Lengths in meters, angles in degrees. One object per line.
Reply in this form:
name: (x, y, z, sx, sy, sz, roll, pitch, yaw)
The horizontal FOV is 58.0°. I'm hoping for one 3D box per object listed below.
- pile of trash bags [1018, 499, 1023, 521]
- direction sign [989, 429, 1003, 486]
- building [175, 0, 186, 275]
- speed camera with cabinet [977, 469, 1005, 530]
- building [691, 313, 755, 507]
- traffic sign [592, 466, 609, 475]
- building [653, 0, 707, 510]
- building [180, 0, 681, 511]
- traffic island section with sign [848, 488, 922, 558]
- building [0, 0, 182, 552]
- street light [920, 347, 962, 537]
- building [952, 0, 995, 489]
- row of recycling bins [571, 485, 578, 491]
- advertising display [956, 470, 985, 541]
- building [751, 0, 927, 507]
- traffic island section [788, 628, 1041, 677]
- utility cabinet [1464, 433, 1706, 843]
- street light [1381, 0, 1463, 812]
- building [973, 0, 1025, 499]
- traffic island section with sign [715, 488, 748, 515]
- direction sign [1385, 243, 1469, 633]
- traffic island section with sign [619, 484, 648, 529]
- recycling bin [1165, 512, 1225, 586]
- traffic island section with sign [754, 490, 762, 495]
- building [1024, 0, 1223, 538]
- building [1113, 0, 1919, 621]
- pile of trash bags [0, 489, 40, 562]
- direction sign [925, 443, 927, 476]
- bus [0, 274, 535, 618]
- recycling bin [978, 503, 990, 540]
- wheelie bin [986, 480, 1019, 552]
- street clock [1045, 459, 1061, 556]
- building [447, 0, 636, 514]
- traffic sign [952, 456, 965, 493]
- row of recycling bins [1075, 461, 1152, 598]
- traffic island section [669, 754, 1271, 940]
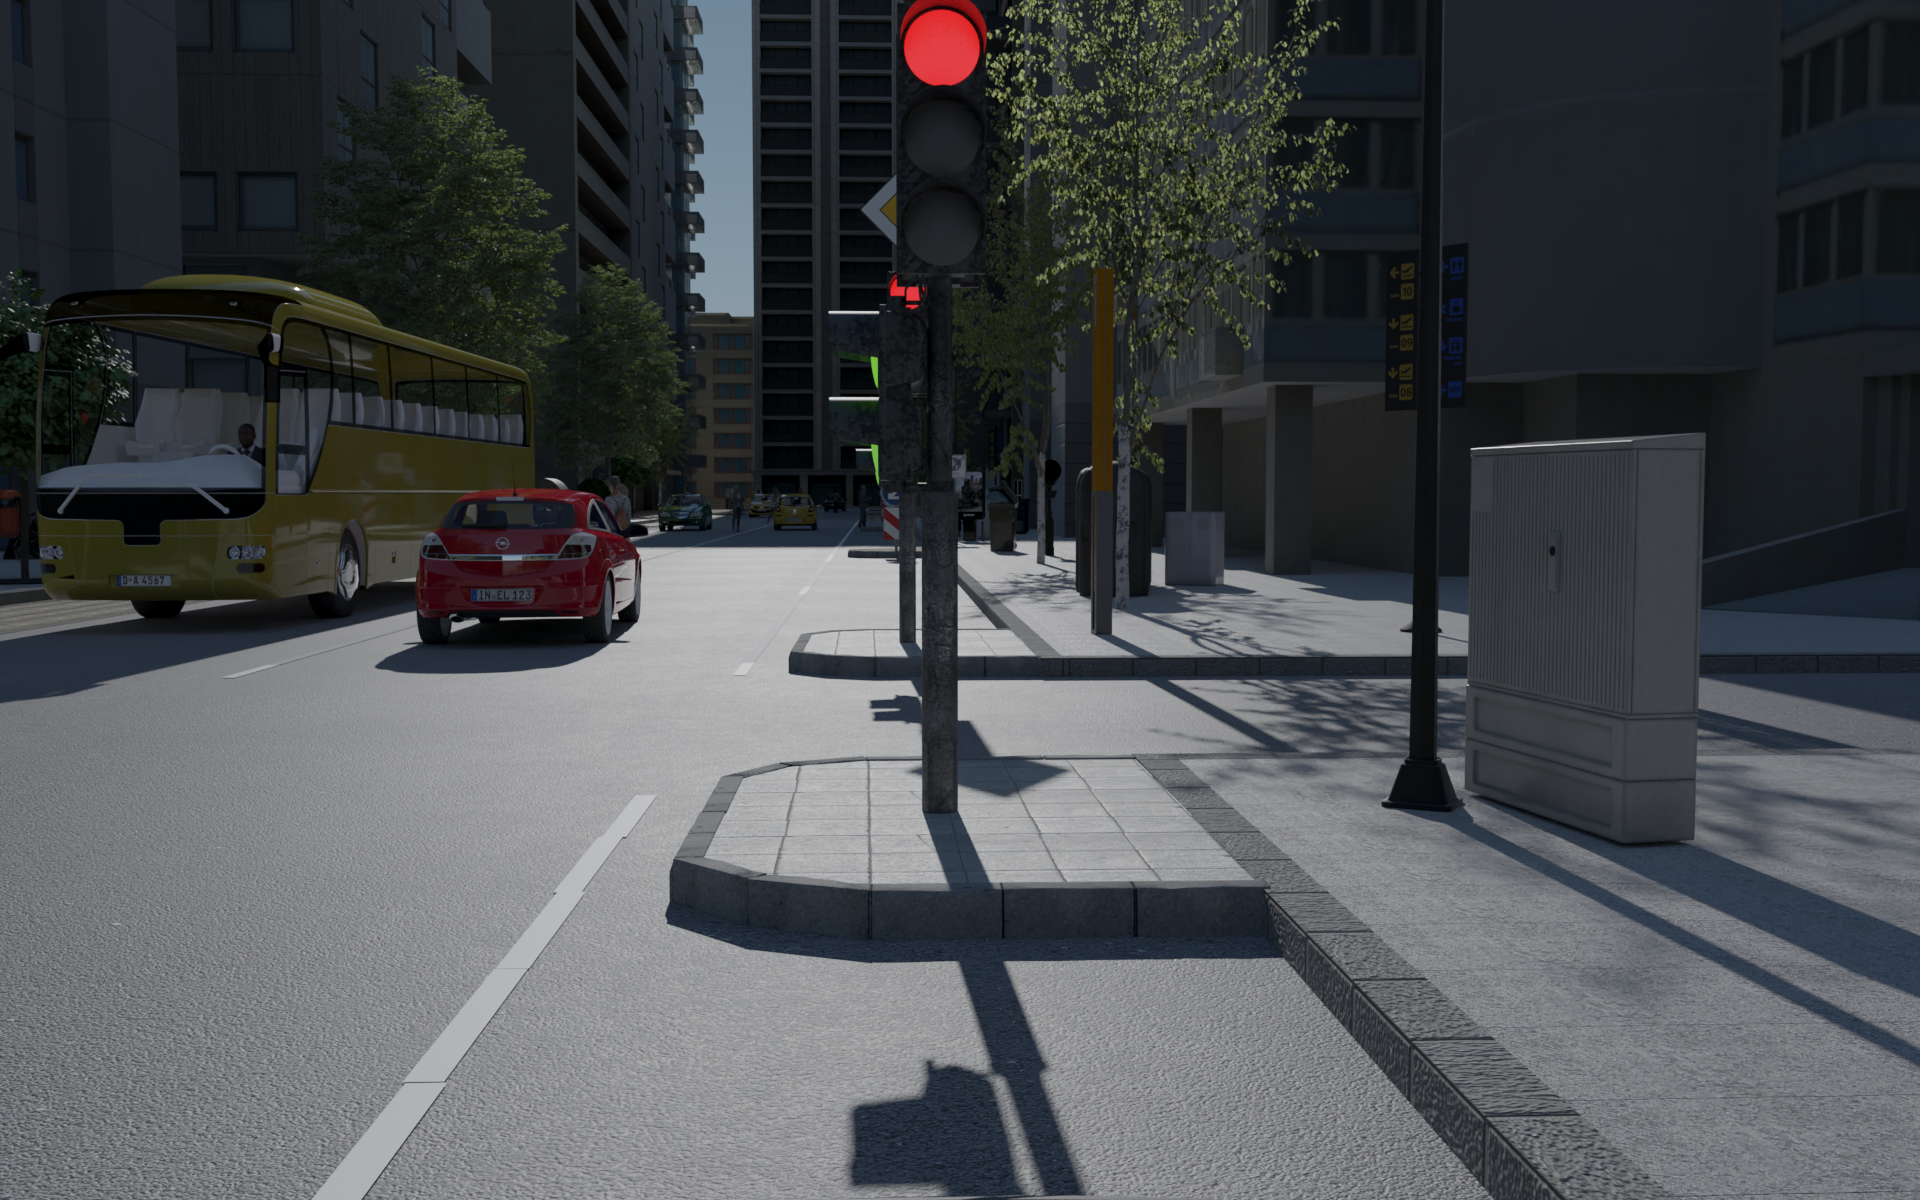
pile of trash bags: (3.228, -4.469, 82.826, 1.912, 1.369, 3.447, -2, 4, -28)
direction sign: (1.244, -4.189, 60.487, 0.379, 3.537, 0.876, -2, 4, -30)
building: (-33.486, -29.066, 64.465, 28.713, 52.752, 27.495, 0, 4, -3)
speed camera with cabinet: (1.071, -4.166, 62.447, 0.660, 3.252, 2.038, 1, 4, 18)
building: (-36.122, -21.037, 188.995, 28.899, 21.520, 27.650, 0, 4, -3)
traffic sign: (-16.209, -4.766, 78.022, 0.768, 2.556, 0.104, 0, 4, 7)
building: (-37.717, -32.363, 148.741, 30.456, 49.044, 23.786, 0, 4, -3)
building: (-35.061, -32.665, 123.306, 28.713, 52.752, 27.495, 0, 4, -3)
traffic island section with sign: (-1.566, -1.892, 39.566, 1.989, 1.847, 2.006, 0, 4, -3)
building: (-29.782, -29.764, 28.636, 21.231, 58.520, 28.212, 0, 4, -3)
street light: (-0.669, -4.835, 51.593, 1.470, 5.913, 1.316, 0, 4, -3)
building: (8.941, -32.332, 152.337, 21.300, 48.544, 21.600, 0, 4, -3)
row of recycling bins: (-17.358, -4.514, 80.918, 3.534, 1.692, 1.069, -1, 4, -23)
advertising display: (0.258, -2.573, 47.285, 0.974, 1.923, 0.123, 2, 4, 34)
building: (-11.226, -45.674, 185.018, 20.611, 71.187, 20.563, 0, 4, -3)
traffic island section: (-0.431, 0.446, 14.994, 2.009, 0.180, 2.903, 0, 4, -3)
utility cabinet: (2.407, 0.114, 6.811, 0.318, 1.500, 1.173, -1, 4, -12)
street light: (1.369, -2.105, 6.957, 1.470, 5.913, 1.316, 0, 4, -3)
building: (12.140, -27.541, 104.917, 22.147, 44.769, 28.867, 0, 4, -3)
traffic island section with sign: (-15.373, -6.578, 116.174, 1.989, 1.847, 2.006, 0, 4, -3)
direction sign: (4.296, -1.470, 16.033, 0.379, 3.537, 0.876, -3, 4, -39)
traffic island section with sign: (-13.059, -3.542, 66.540, 1.989, 1.847, 2.006, 0, 4, -3)
recycling bin: (3.323, -0.731, 24.504, 0.722, 1.027, 0.722, 1, 4, 19)
traffic island section with sign: (-16.620, -8.225, 143.100, 1.989, 1.847, 2.006, 0, 4, -3)
building: (12.900, -31.899, 63.544, 21.231, 58.520, 28.212, 0, 4, -3)
building: (15.890, -20.833, 32.505, 23.993, 40.220, 32.217, 0, 4, -3)
pile of trash bags: (-17.952, -1.491, 34.135, 1.912, 1.369, 3.447, 0, 4, 1)
direction sign: (-1.244, -5.151, 76.218, 0.379, 3.537, 0.876, -3, 4, -38)
bus: (-8.347, -1.939, 23.256, 2.896, 3.916, 12.252, 0, 4, -1)
recycling bin: (0.994, -2.233, 49.070, 0.722, 1.027, 0.722, -3, 4, -37)
wheelie bin: (0.947, -1.889, 38.788, 0.693, 1.594, 0.980, 0, 4, 8)
street clock: (1.863, -1.927, 36.079, 0.471, 2.002, 0.358, 0, 4, -4)
building: (-31.034, -29.076, 99.094, 21.300, 48.544, 21.600, 0, 4, -3)
traffic sign: (-0.144, -2.634, 45.202, 0.606, 2.300, 0.079, 0, 4, 3)
row of recycling bins: (2.062, -0.980, 23.130, 1.069, 1.692, 3.534, 0, 4, 7)
traffic island section: (-0.059, 0.934, 7.017, 2.009, 0.180, 2.903, 0, 4, -3)
